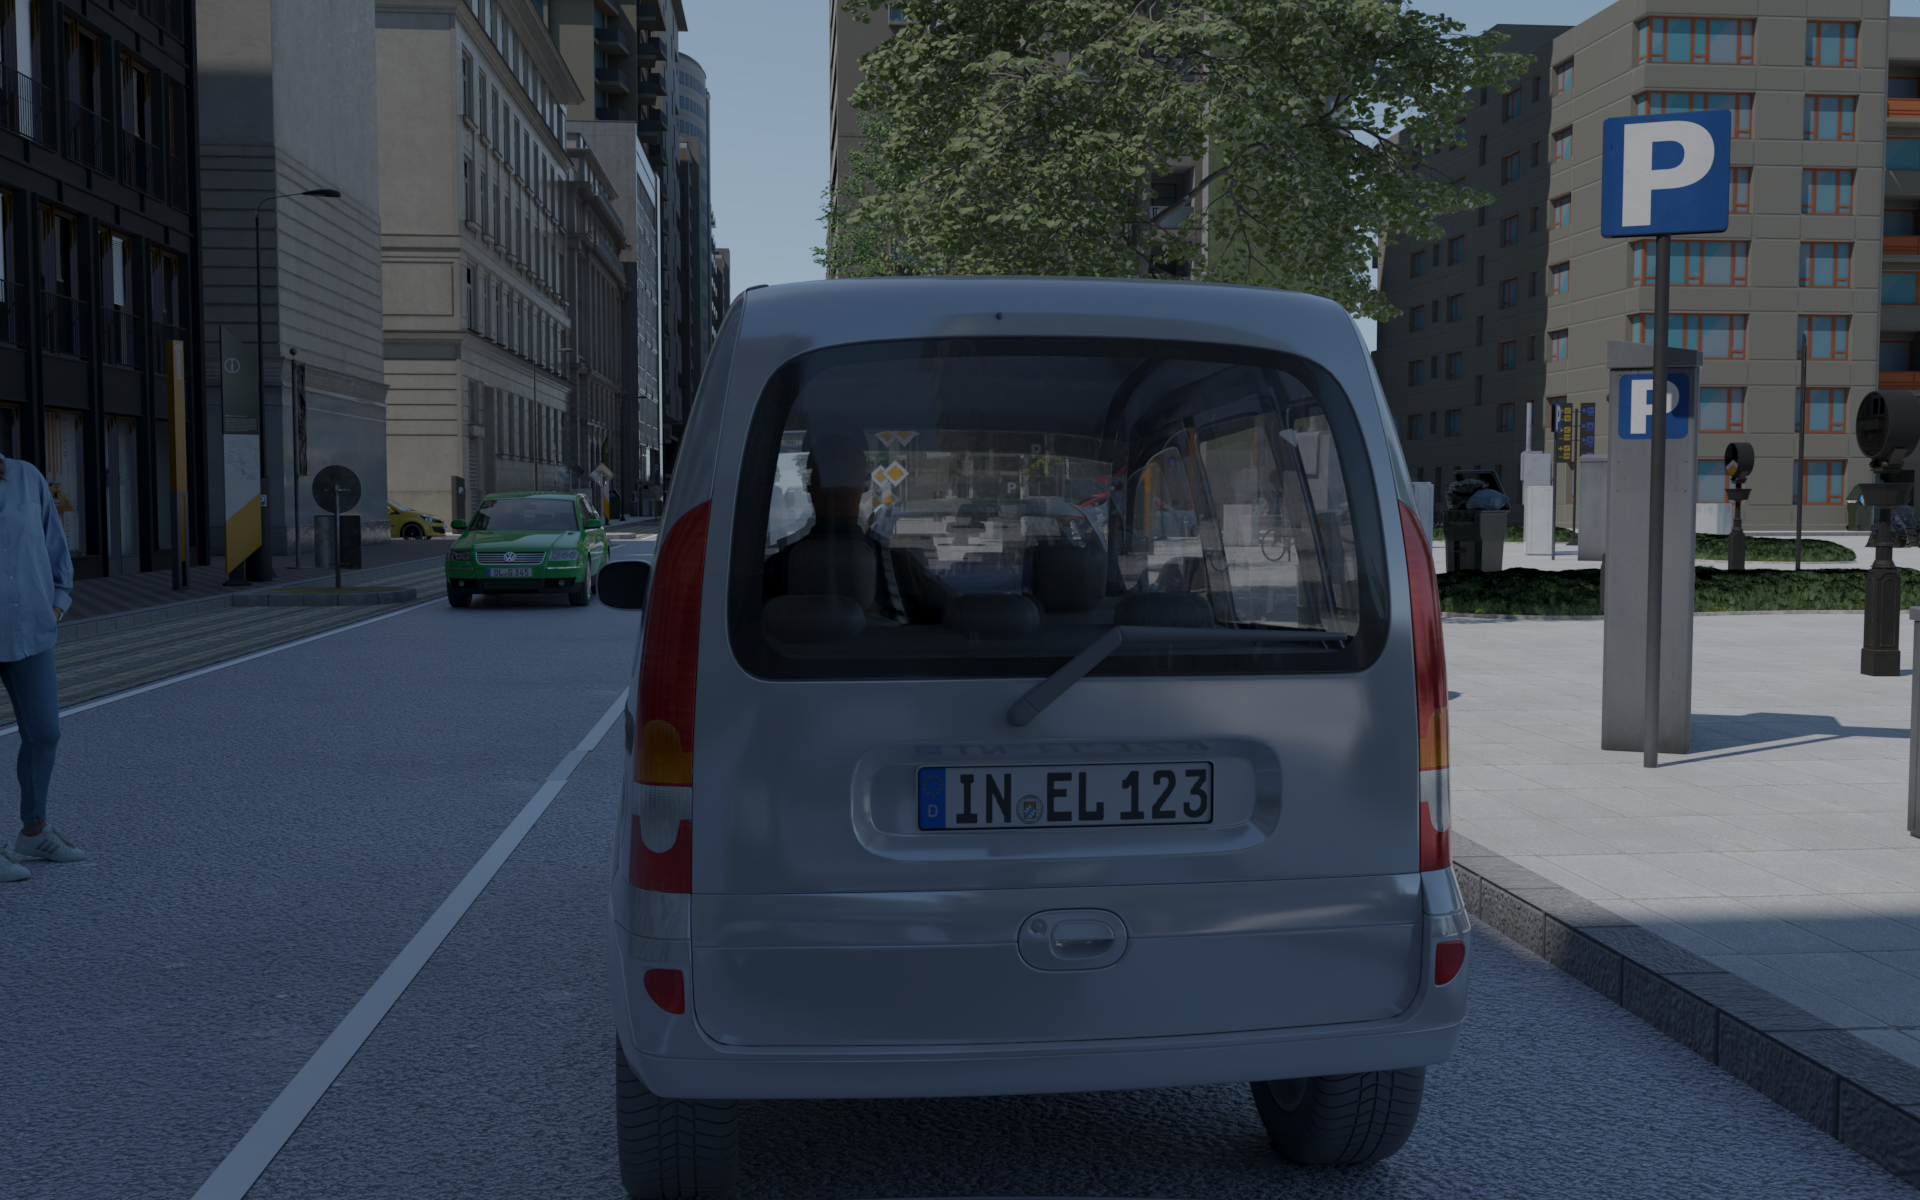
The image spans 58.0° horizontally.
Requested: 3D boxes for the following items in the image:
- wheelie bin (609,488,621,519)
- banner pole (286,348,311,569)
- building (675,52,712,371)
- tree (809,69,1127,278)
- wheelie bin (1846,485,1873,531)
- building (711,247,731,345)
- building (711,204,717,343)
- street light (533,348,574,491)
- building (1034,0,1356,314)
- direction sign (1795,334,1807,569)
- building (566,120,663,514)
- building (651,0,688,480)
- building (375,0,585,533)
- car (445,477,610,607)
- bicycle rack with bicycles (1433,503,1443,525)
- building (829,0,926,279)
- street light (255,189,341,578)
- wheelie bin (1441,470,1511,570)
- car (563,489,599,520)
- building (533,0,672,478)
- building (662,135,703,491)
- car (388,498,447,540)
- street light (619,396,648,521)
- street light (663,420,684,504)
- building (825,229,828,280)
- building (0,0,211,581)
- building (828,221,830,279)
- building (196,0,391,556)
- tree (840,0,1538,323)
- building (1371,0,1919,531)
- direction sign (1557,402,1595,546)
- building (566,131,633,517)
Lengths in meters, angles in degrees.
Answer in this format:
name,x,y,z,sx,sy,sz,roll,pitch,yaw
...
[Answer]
name,x,y,z,sx,sy,sz,roll,pitch,yaw
wheelie bin,-17.568,-4.897,87.981,0.693,1.594,0.980,-1,4,-9
banner pole,-11.270,-2.419,29.567,0.401,3.779,0.863,-3,4,-37
building,-43.826,-41.911,227.243,21.231,58.520,28.212,0,4,-6
tree,0.197,-7.096,41.782,9.928,11.665,9.643,0,3,0
wheelie bin,31.045,-3.172,59.768,0.693,1.594,0.980,0,4,-6
building,-44.233,-36.446,279.481,14.154,41.232,14.086,0,4,-6
building,-47.518,-38.959,256.591,23.786,49.044,30.456,0,4,-6
street light,-13.012,-5.063,55.323,1.470,5.913,1.316,0,4,-6
building,6.119,-23.357,65.478,14.086,41.232,14.154,0,4,-6
direction sign,12.098,-2.013,24.913,0.379,3.537,0.876,2,4,27
building,-27.431,-18.437,119.468,12.078,24.808,19.932,0,4,-6
building,-41.669,-35.526,170.089,28.713,52.752,27.495,0,4,-6
building,-25.095,-14.504,70.431,16.112,22.955,30.059,0,4,-6
car,-5.782,-0.897,23.460,1.959,1.807,4.718,0,4,-7
bicycle rack with bicycles,17.748,-3.275,66.927,2.925,0.926,2.852,2,4,30
building,1.841,-30.408,120.867,21.300,48.544,21.600,0,4,-6
street light,-10.112,-3.297,26.447,1.470,5.913,1.316,0,4,-6
wheelie bin,6.788,-0.910,22.794,0.693,1.594,0.980,-3,4,-36
car,-10.041,-2.103,43.185,1.959,1.807,4.718,0,4,-5
building,-35.646,-29.849,142.656,22.147,44.769,28.867,0,4,-6
building,-35.949,-31.086,191.844,14.154,41.232,14.086,0,4,-6
car,-17.265,-2.509,51.241,3.980,1.641,2.015,0,4,-6
street light,-15.477,-6.701,82.100,1.470,5.913,1.316,0,4,-6
street light,-18.039,-8.332,108.761,1.470,5.913,1.316,0,4,-6
building,-10.315,-38.042,276.613,22.147,44.769,28.867,0,4,-6
building,-18.854,-11.765,22.033,12.332,23.373,15.834,0,4,-6
building,-12.407,-34.947,254.981,14.154,41.232,14.086,0,4,-6
building,-23.348,-11.627,39.258,18.267,20.994,9.793,0,4,-6
tree,2.002,-6.100,17.858,7.486,12.596,7.792,0,3,0
building,36.260,-14.012,74.139,28.899,21.520,27.650,0,4,-6
direction sign,15.288,-3.122,43.043,0.876,3.537,0.379,2,4,26
building,-26.150,-15.639,97.495,13.314,21.916,24.055,0,4,-6
